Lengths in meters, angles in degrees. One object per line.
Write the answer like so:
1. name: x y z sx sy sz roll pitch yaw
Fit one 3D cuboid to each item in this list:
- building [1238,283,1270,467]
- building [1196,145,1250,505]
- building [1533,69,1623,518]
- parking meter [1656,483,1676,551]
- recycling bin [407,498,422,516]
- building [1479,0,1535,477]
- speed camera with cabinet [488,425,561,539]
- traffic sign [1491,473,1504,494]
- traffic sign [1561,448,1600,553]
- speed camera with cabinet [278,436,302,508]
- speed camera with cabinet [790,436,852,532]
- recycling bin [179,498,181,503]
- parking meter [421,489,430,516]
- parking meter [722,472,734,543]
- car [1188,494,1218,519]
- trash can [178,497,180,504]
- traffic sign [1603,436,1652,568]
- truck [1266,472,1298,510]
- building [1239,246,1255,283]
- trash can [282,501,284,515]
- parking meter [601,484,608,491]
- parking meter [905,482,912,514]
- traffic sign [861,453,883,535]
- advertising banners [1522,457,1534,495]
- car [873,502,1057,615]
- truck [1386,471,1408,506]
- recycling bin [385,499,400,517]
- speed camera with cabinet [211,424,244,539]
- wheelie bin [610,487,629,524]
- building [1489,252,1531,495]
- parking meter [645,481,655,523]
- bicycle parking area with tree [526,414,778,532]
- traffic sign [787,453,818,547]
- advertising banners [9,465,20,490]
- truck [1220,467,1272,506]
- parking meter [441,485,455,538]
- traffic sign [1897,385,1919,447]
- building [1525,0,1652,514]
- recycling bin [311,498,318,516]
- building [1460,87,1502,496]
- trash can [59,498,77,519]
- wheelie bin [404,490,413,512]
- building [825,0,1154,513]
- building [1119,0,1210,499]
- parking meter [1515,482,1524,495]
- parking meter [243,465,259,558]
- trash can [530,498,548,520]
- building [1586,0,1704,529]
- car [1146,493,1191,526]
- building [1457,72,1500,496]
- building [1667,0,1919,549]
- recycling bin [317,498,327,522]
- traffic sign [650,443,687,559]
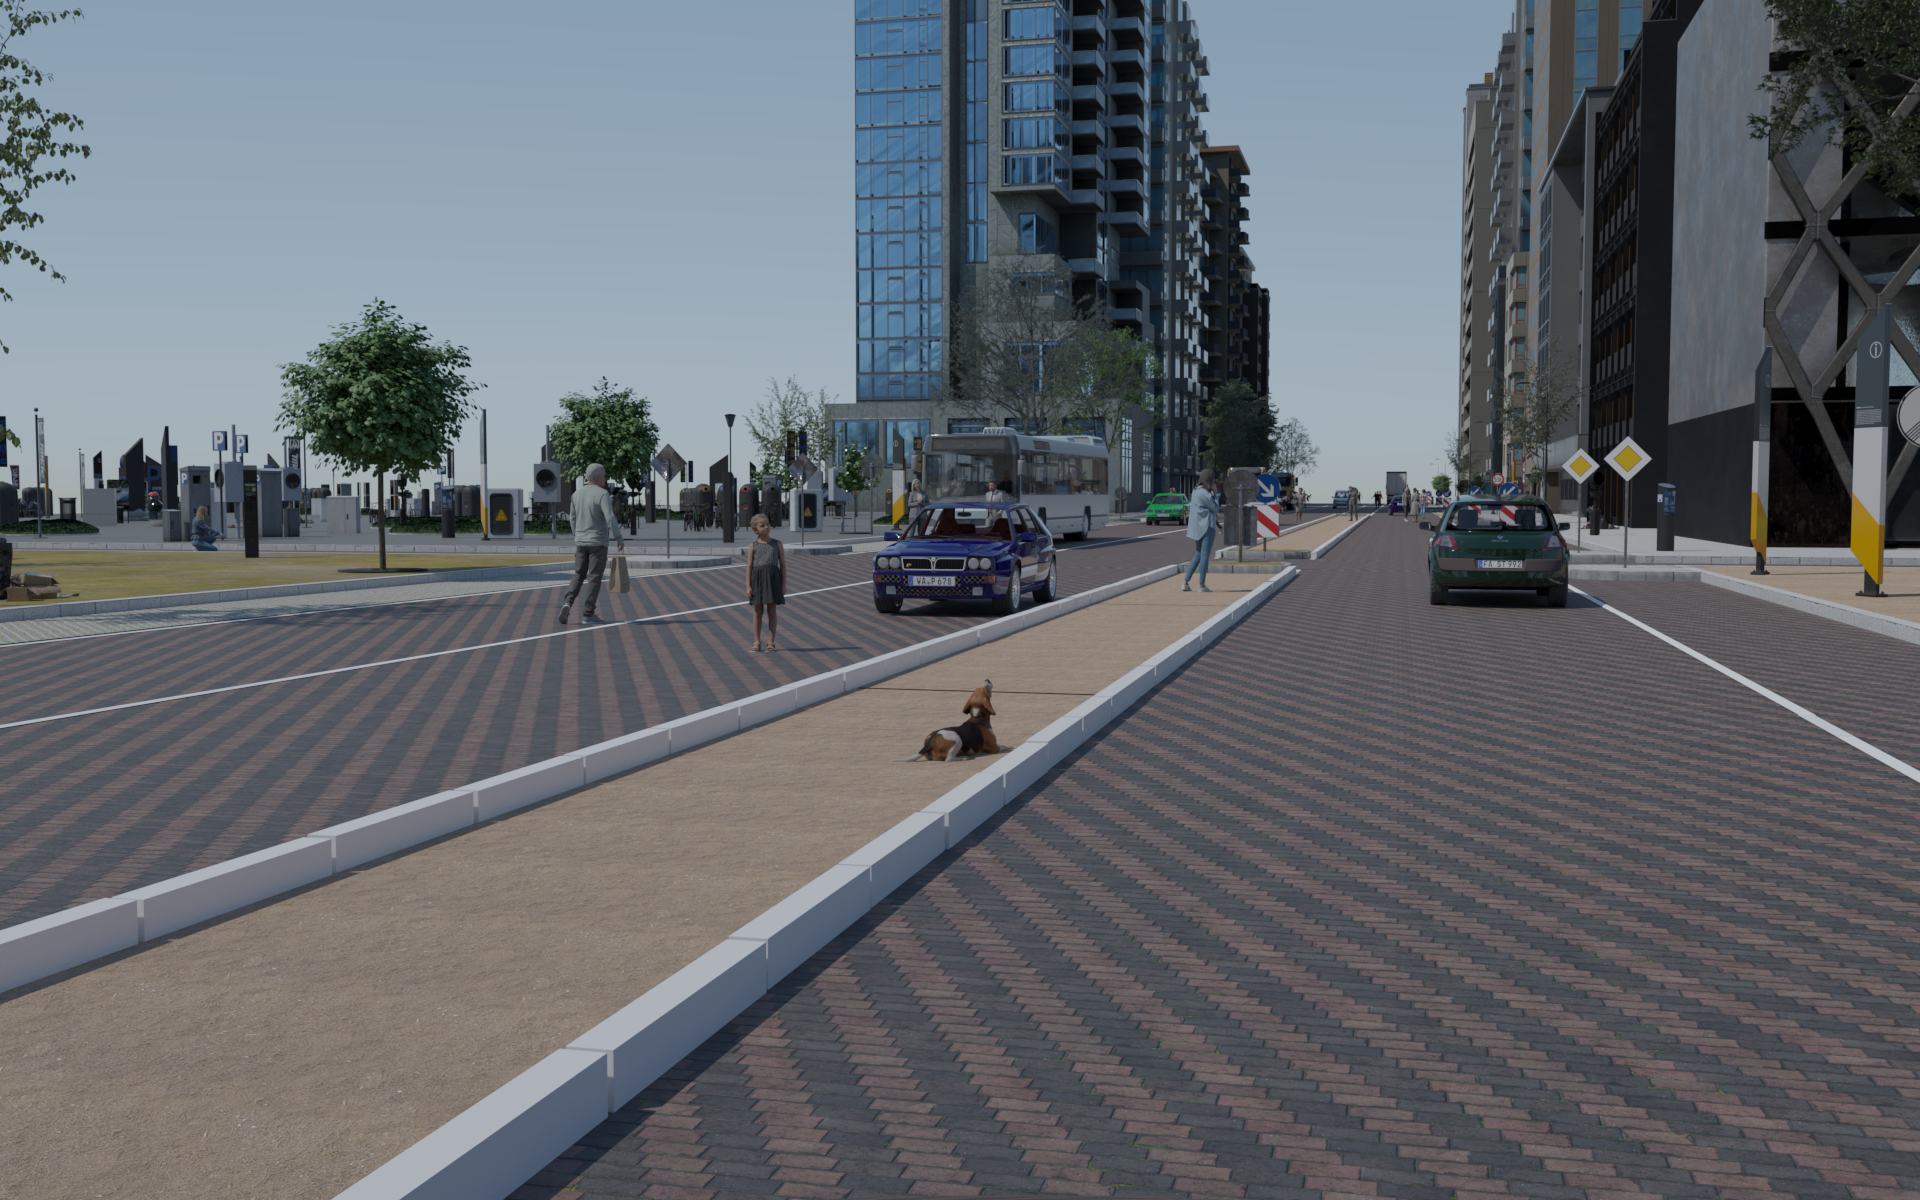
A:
1. building: 34.375 -28.343 235.108 14.160 30.474 14.107 1 4 14
2. building: 24.103 -34.276 215.029 22.147 44.769 28.867 1 4 14
3. building: 39.462 -16.753 92.971 14.314 24.678 30.058 1 4 14
4. parking meter: 15.868 -1.866 38.919 0.372 1.533 0.369 0 3 0
5. recycling bin: -32.037 -5.464 101.882 0.722 1.027 0.722 3 4 36
6. building: 61.881 -33.240 163.090 23.786 49.044 30.456 1 4 14
7. speed camera with cabinet: -12.467 -3.367 49.386 2.038 3.252 0.660 0 4 -3
8. traffic sign: 32.771 -6.452 105.598 0.768 2.556 0.104 1 4 16
9. traffic sign: 13.475 -2.081 37.664 0.795 2.450 0.064 1 4 14
10. speed camera with cabinet: -23.378 -3.934 58.649 0.660 3.252 2.038 3 5 41
11. speed camera with cabinet: -4.720 -3.943 58.808 2.038 3.252 0.660 -1 4 -22
12. recycling bin: -51.336 -6.243 114.628 0.722 1.027 0.722 2 4 29
13. parking meter: -24.835 -4.410 80.516 0.372 1.533 0.369 0 3 0
14. parking meter: -6.109 -2.446 45.700 0.255 1.863 0.399 0 4 1
15. car: 13.861 -5.506 99.618 1.945 1.707 3.694 1 4 13
16. trash can: -45.085 -5.361 99.309 0.748 1.137 0.748 0 3 0
17. traffic sign: 11.514 -1.607 29.922 0.795 2.450 0.064 1 4 14
18. truck: 28.740 -9.783 155.868 3.469 3.379 9.791 1 4 12
19. building: 30.029 -34.474 255.533 32.217 40.220 23.993 1 4 14
20. trash can: -27.762 -3.590 70.352 0.748 1.137 0.748 0 3 0
21. parking meter: -19.547 -5.474 95.207 0.399 1.863 0.255 2 4 26
22. parking meter: -2.539 -4.797 84.150 0.255 1.863 0.399 -3 5 -41
23. traffic sign: -2.756 -3.299 54.040 0.768 2.556 0.104 1 4 21
24. advertising banners: 26.551 -5.189 81.034 0.090 3.025 2.074 0 4 5
25. car: 0.116 -0.570 21.901 1.945 1.354 3.894 1 4 13
26. truck: 55.223 -14.075 219.046 2.839 4.237 11.283 1 4 15
27. recycling bin: -31.617 -5.135 96.516 0.722 1.027 0.722 -2 4 -26
28. speed camera with cabinet: -21.263 -3.379 49.575 2.038 3.252 0.660 3 5 41
29. wheelie bin: -14.715 -4.099 74.928 0.693 1.594 0.980 2 4 28
30. building: 56.429 -17.709 134.588 27.650 21.520 28.899 1 4 14
31. parking meter: -13.780 -4.357 76.949 0.399 1.863 0.255 2 4 31
32. bicycle parking area with tree: -10.842 -4.595 62.126 8.231 4.147 9.016 1 4 19
33. traffic sign: -3.820 -2.349 42.049 0.795 2.450 0.064 1 4 14
34. advertising banners: -56.061 -6.617 104.368 2.074 3.025 0.090 -2 4 -26
35. truck: 21.229 -8.032 127.254 3.469 3.379 9.791 1 4 14
36. parking meter: -14.973 -2.584 50.667 0.372 1.533 0.369 0 3 0
37. traffic sign: 11.000 -1.193 19.609 0.768 2.556 0.104 1 4 18
38. building: 45.494 -28.399 114.435 14.600 45.320 14.200 1 4 14
39. recycling bin: -37.081 -5.374 100.413 0.722 1.027 0.722 1 4 16
40. building: 70.252 -35.334 201.420 21.300 48.544 21.600 1 4 14
41. trash can: -37.004 -3.681 71.846 0.748 1.137 0.748 0 3 0
42. wheelie bin: -40.055 -7.194 125.524 0.693 1.594 0.980 1 4 9
43. building: 3.759 -50.113 132.024 22.319 86.520 31.000 1 4 14
44. building: 11.536 -33.298 164.031 23.786 49.044 30.456 1 4 14
45. parking meter: 27.159 -4.798 84.155 0.399 1.863 0.255 2 4 26
46. parking meter: -14.252 -1.780 34.817 0.255 1.863 0.399 -1 4 -21
47. trash can: -15.725 -3.253 64.835 0.748 1.137 0.748 0 3 0
48. building: 32.889 -14.694 69.929 12.332 23.373 15.834 1 4 14
49. car: 9.714 -4.372 80.283 1.959 1.807 4.718 1 4 14
50. building: 82.286 -43.122 247.038 21.231 58.520 28.212 1 4 14
51. building: 28.342 -10.797 43.988 16.811 18.784 16.820 1 4 14
52. recycling bin: -29.523 -4.197 81.178 0.722 1.027 0.722 0 4 -7
53. traffic sign: -5.781 -1.876 34.308 0.795 2.450 0.064 1 4 14
